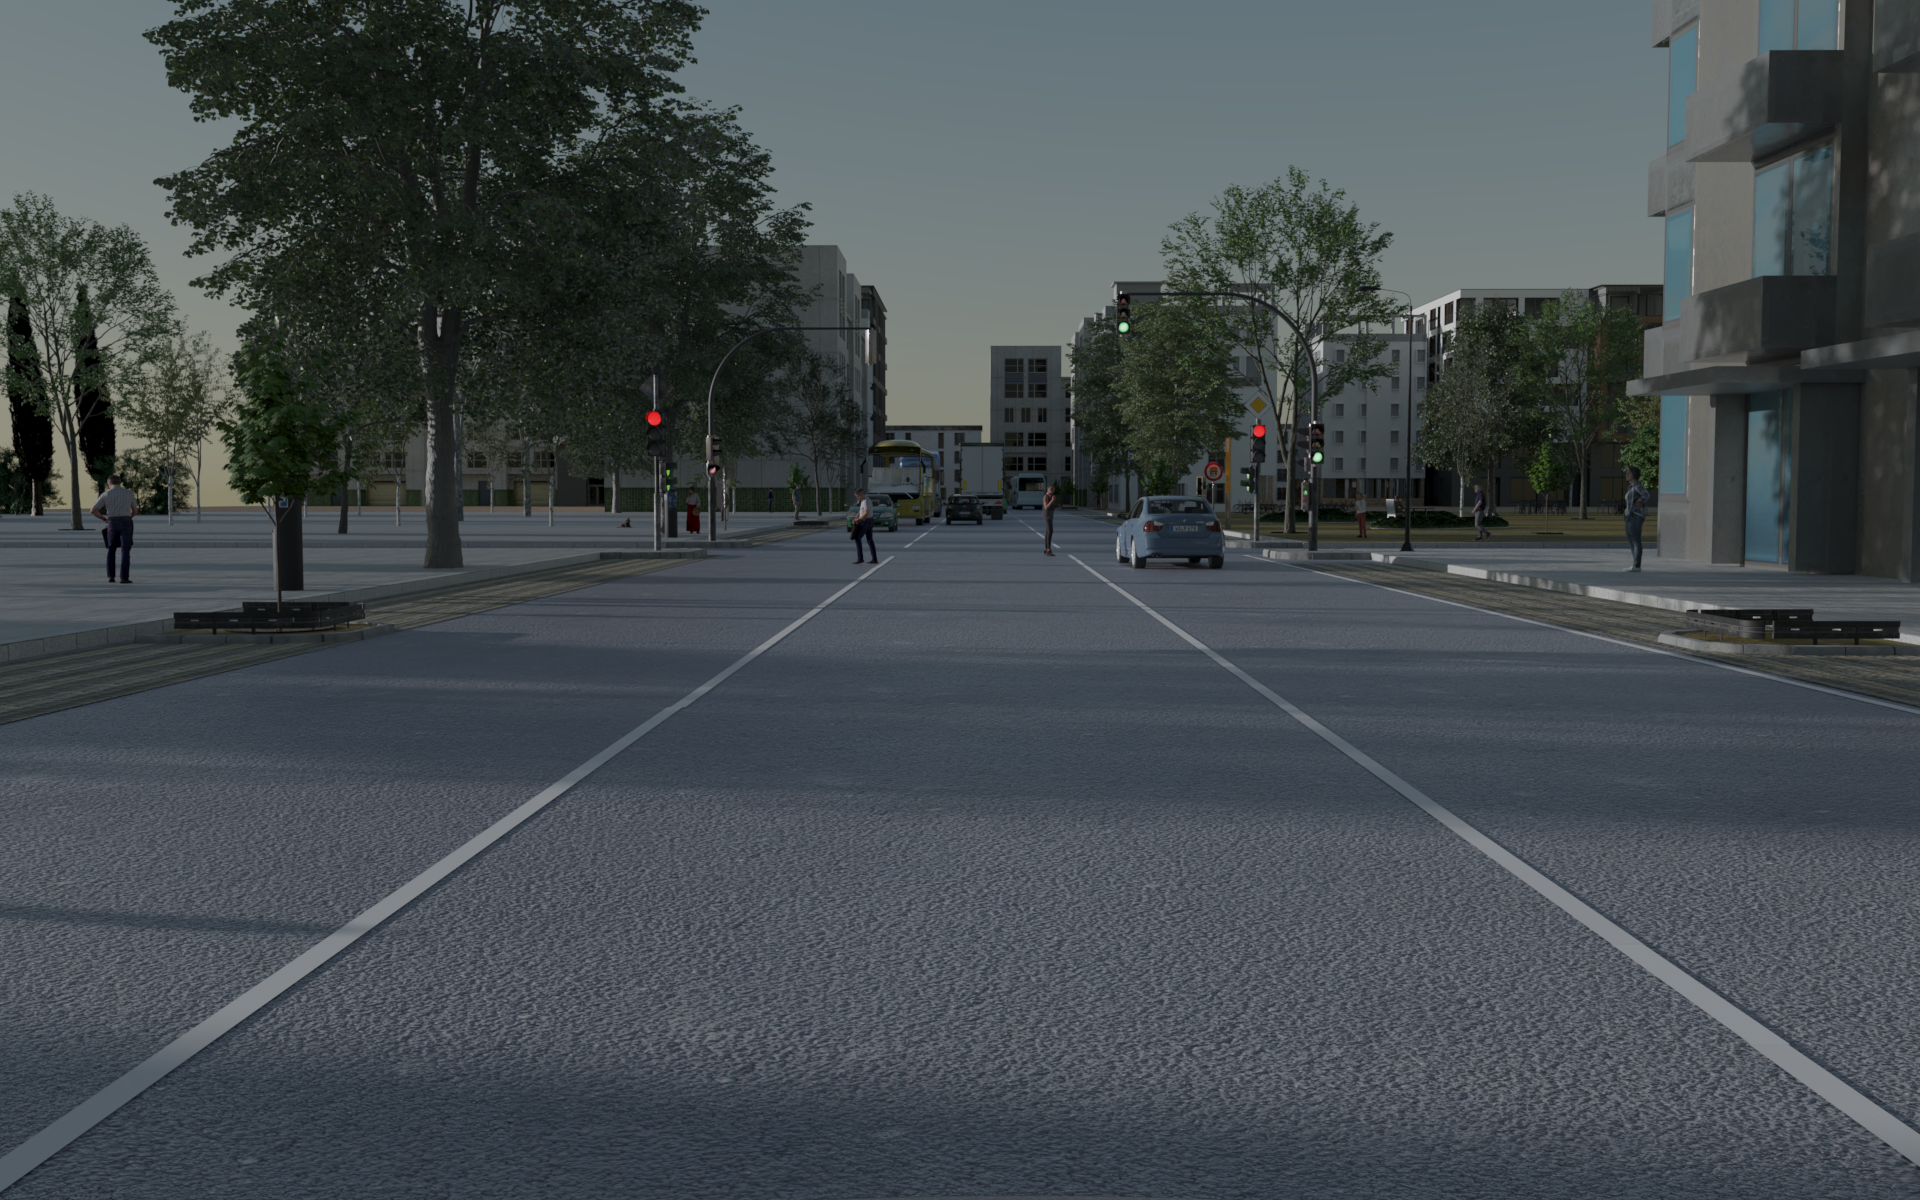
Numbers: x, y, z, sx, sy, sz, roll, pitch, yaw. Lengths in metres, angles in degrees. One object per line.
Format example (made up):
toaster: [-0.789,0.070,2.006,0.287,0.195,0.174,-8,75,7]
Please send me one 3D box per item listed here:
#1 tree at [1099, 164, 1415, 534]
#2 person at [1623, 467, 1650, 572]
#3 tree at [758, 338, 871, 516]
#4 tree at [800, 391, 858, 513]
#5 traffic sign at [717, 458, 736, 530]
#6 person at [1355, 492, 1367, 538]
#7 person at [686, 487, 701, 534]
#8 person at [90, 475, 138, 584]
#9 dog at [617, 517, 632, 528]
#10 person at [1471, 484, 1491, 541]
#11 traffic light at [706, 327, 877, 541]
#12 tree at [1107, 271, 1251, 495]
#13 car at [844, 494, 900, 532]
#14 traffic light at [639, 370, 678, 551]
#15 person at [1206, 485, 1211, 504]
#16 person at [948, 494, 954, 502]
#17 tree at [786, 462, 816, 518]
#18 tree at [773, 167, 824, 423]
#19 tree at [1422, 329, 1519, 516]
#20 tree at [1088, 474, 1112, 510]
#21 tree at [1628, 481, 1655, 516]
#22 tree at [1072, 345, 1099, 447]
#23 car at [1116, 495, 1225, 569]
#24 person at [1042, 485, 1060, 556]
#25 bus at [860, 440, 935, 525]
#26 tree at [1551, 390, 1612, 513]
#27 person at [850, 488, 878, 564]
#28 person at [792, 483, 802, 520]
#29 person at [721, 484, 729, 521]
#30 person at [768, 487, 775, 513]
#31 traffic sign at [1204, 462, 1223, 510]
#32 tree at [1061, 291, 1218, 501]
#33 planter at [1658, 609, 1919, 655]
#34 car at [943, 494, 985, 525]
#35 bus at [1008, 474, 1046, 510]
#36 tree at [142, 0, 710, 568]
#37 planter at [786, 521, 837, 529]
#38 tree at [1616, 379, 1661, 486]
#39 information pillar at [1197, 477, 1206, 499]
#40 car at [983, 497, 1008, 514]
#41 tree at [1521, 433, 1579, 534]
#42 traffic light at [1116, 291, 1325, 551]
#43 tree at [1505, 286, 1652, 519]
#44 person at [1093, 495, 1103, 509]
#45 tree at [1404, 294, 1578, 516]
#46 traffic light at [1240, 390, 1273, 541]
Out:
tree: [10.613,-7.976,56.163,9.928,11.665,9.643,0,3,0]
person: [11.173,-1.337,28.632,0.376,1.734,0.841,1,4,19]
tree: [-8.672,-10.286,102.586,7.601,10.594,8.767,1,4,8]
tree: [-8.551,-10.030,114.355,4.360,8.622,3.978,0,3,0]
traffic sign: [-8.304,-3.736,61.197,0.768,2.556,0.104,1,4,9]
person: [11.819,-2.509,50.976,0.435,1.345,0.340,2,4,35]
person: [-8.603,-2.899,55.911,0.523,1.526,0.387,1,4,17]
person: [-12.172,-1.020,24.940,0.614,1.554,0.590,-2,4,-23]
dog: [-12.792,-2.949,65.957,0.748,0.427,0.550,-2,4,-25]
person: [14.283,-2.398,47.465,0.569,1.553,0.471,-3,5,-42]
traffic light: [-4.660,-4.441,47.283,4.771,5.953,1.251,0,4,1]
tree: [11.179,-10.391,88.026,7.486,12.596,7.792,0,3,0]
car: [-3.356,-3.359,66.719,2.131,1.459,4.920,0,3,0]
traffic light: [-6.856,-3.081,39.290,0.839,4.253,0.868,0,4,1]
person: [13.280,-5.318,93.440,0.568,1.767,0.683,-1,4,-9]
person: [-0.992,-10.980,191.254,0.697,1.427,0.421,2,4,29]
tree: [-8.996,-6.126,94.767,1.663,3.219,1.824,0,3,0]
tree: [-9.385,-9.113,55.652,9.857,13.997,8.962,0,3,0]
tree: [22.960,-7.817,78.163,4.360,8.622,3.978,0,3,0]
tree: [11.630,-9.172,144.569,1.663,3.219,1.824,0,3,0]
tree: [40.190,-6.581,102.204,1.663,3.219,1.824,0,3,0]
tree: [11.443,-11.804,118.754,9.928,11.665,9.643,0,3,0]
car: [4.174,-1.383,34.617,2.014,1.417,4.499,0,4,-1]
person: [2.122,-1.844,40.116,0.415,1.643,0.593,-2,4,-29]
bus: [-2.748,-5.561,82.471,2.896,3.916,12.252,0,4,2]
tree: [42.125,-10.295,118.685,4.360,8.622,3.978,0,3,0]
person: [-1.968,-1.517,35.520,0.590,1.554,0.614,0,4,-7]
person: [-7.995,-4.844,85.376,0.434,1.807,0.598,3,5,44]
person: [-11.071,-4.580,81.475,0.434,1.755,0.990,0,4,3]
person: [-13.012,-6.903,119.617,0.504,1.737,0.576,0,4,-6]
traffic sign: [10.075,-4.205,68.855,0.768,2.556,0.104,0,4,7]
tree: [11.249,-12.319,108.064,9.857,13.997,8.962,0,3,0]
planter: [7.711,0.298,16.273,1.991,0.319,1.994,0,4,1]
car: [0.187,-4.393,81.606,2.009,1.686,4.222,0,4,0]
bus: [6.221,-10.185,161.387,2.948,3.499,13.247,0,4,-1]
tree: [-8.886,-7.530,29.768,9.857,13.997,8.962,0,3,0]
planter: [-6.151,-3.114,72.048,1.991,0.319,1.994,0,4,1]
tree: [32.049,-7.804,77.955,4.737,8.622,4.395,0,3,0]
information pillar: [10.176,-4.191,73.009,0.304,2.012,0.304,3,5,41]
car: [2.544,-7.197,126.475,1.959,1.807,4.718,0,4,3]
tree: [18.766,-3.711,55.281,1.663,3.219,1.824,0,3,0]
traffic light: [5.872,-3.935,39.002,4.771,5.953,1.251,0,4,1]
tree: [31.512,-9.905,87.704,9.928,11.665,9.643,0,3,0]
person: [11.874,-8.500,148.271,1.065,1.426,0.557,2,4,25]
tree: [30.514,-11.165,99.562,9.611,12.733,9.660,0,3,0]
traffic light: [8.067,-3.558,47.101,0.839,4.253,0.868,0,4,1]
